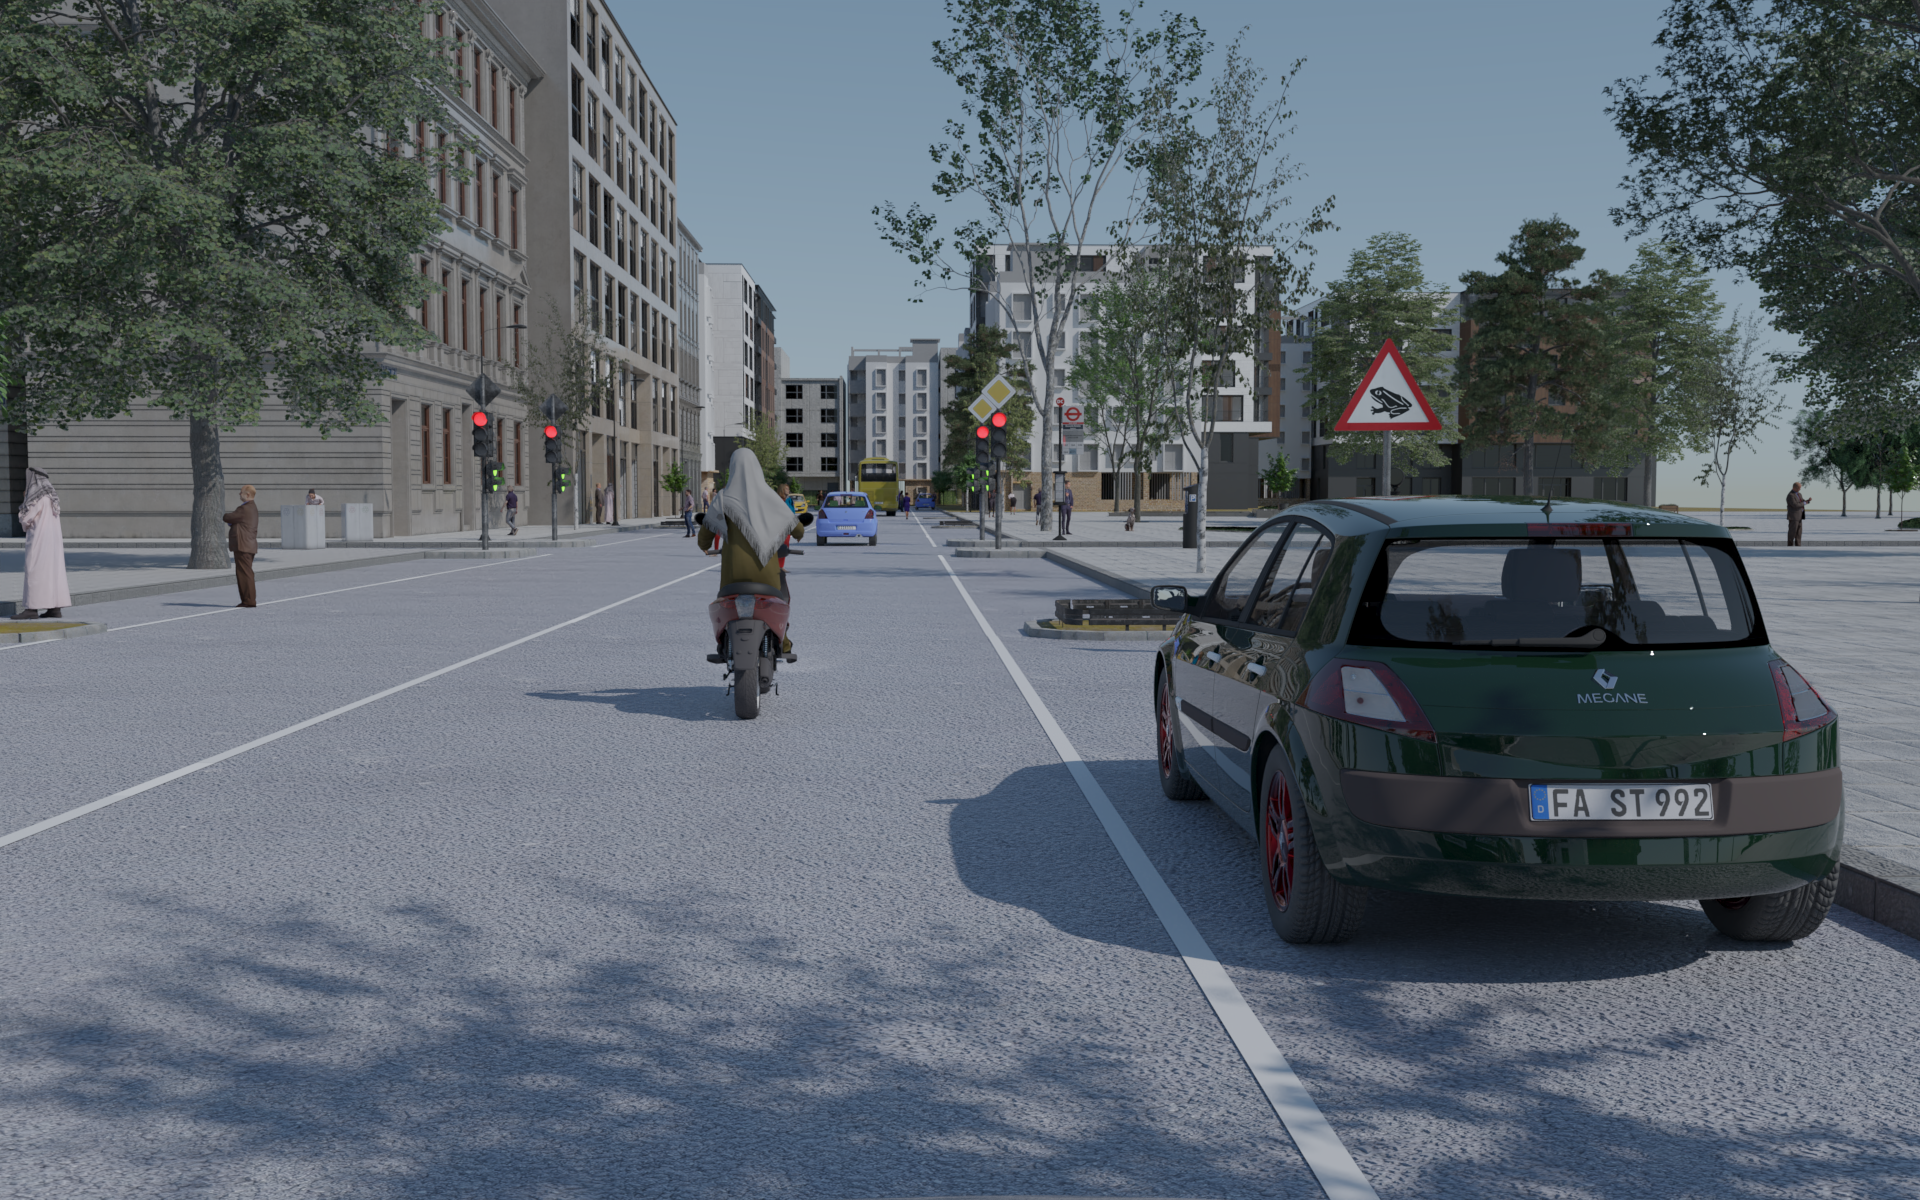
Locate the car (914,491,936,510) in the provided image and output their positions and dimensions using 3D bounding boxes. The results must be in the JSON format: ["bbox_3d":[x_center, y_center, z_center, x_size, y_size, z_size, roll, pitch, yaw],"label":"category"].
[{"bbox_3d":[-3.131,-8.875,154.695,1.945,1.707,3.694,0,4,-3],"label":"car"}]

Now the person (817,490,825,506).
[{"bbox_3d":[-10.819,-7.719,135.524,0.721,1.723,1.217,2,4,33],"label":"person"}]

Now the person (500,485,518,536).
[{"bbox_3d":[-13.894,-2.770,53.544,0.569,1.553,0.471,-2,4,-32],"label":"person"}]

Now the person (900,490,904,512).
[{"bbox_3d":[-4.474,-7.762,136.121,0.721,1.735,1.217,-2,4,-24],"label":"person"}]

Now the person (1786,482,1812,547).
[{"bbox_3d":[21.338,-2.134,44.079,0.600,1.739,0.565,2,4,25],"label":"person"}]

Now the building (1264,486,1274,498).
[{"bbox_3d":[42.996,-16.738,215.816,28.070,9.664,9.099,0,4,-2],"label":"building"}]

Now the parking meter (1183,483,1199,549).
[{"bbox_3d":[5.440,-1.982,40.818,0.372,1.533,0.369,0,3,0],"label":"parking meter"}]

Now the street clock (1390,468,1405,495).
[{"bbox_3d":[12.094,-2.665,48.139,0.471,2.002,0.358,1,4,23],"label":"street clock"}]

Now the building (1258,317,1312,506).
[{"bbox_3d":[31.466,-20.452,190.810,11.380,20.091,16.016,0,4,-2],"label":"building"}]

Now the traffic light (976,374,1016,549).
[{"bbox_3d":[0.870,-3.109,40.077,0.839,4.213,0.868,0,4,-2],"label":"traffic light"}]

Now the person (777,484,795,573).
[{"bbox_3d":[-3.166,-1.297,31.418,0.444,1.614,0.593,3,4,39],"label":"person"}]

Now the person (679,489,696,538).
[{"bbox_3d":[-8.900,-2.826,56.671,0.435,1.587,0.963,-2,4,-30],"label":"person"}]

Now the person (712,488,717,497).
[{"bbox_3d":[-15.311,-6.216,109.130,0.566,1.644,0.517,1,4,21],"label":"person"}]

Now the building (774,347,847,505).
[{"bbox_3d":[-30.215,-21.413,216.555,31.486,18.905,16.747,0,4,-2],"label":"building"}]

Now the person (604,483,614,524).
[{"bbox_3d":[-14.768,-4.052,72.963,0.551,1.740,0.621,1,4,17],"label":"person"}]

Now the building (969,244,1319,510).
[{"bbox_3d":[14.690,-19.226,158.323,27.936,21.610,32.646,0,4,-2],"label":"building"}]

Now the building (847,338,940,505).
[{"bbox_3d":[-8.292,-22.047,216.895,11.380,20.091,16.016,0,4,-2],"label":"building"}]

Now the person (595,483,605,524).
[{"bbox_3d":[-15.430,-4.134,74.192,0.434,1.755,0.990,-1,4,-16],"label":"person"}]

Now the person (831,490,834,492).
[{"bbox_3d":[-11.739,-9.248,159.793,1.348,1.812,0.705,-3,5,-44],"label":"person"}]

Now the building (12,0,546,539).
[{"bbox_3d":[-21.980,-13.628,58.969,11.583,22.565,21.152,0,4,-2],"label":"building"}]

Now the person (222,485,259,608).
[{"bbox_3d":[-9.036,-0.674,21.790,0.388,1.546,0.482,0,4,-6],"label":"person"}]

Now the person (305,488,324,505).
[{"bbox_3d":[-17.467,-2.294,46.742,0.628,1.438,0.799,-3,5,-44],"label":"person"}]

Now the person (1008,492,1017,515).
[{"bbox_3d":[3.234,-5.996,107.267,0.799,1.438,0.628,3,5,41],"label":"person"}]

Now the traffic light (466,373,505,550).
[{"bbox_3d":[-10.883,-3.083,39.660,0.839,4.213,0.868,0,4,-2],"label":"traffic light"}]

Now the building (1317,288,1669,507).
[{"bbox_3d":[53.661,-20.909,185.839,32.646,21.610,27.936,0,4,-2],"label":"building"}]

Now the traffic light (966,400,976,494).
[{"bbox_3d":[0.597,-3.597,48.057,0.839,4.213,0.868,0,4,-2],"label":"traffic light"}]

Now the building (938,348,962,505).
[{"bbox_3d":[13.121,-21.494,217.881,31.486,18.905,16.747,0,4,-2],"label":"building"}]

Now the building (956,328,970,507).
[{"bbox_3d":[7.645,-19.803,180.198,16.016,20.091,11.380,0,4,-2],"label":"building"}]

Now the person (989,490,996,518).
[{"bbox_3d":[1.774,-5.294,94.071,0.415,1.643,0.593,1,4,22],"label":"person"}]

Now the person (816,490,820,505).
[{"bbox_3d":[-14.682,-10.564,180.844,1.348,1.869,0.705,3,5,45],"label":"person"}]

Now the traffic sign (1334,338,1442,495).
[{"bbox_3d":[3.586,-0.891,14.573,0.884,2.594,0.081,0,4,7],"label":"traffic sign"}]

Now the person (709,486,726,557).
[{"bbox_3d":[-5.410,-1.791,39.483,0.593,1.614,0.444,3,4,39],"label":"person"}]

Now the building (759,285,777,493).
[{"bbox_3d":[-36.338,-20.693,182.302,32.646,21.610,27.936,0,4,-2],"label":"building"}]

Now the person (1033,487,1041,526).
[{"bbox_3d":[3.182,-3.805,70.456,0.569,1.553,0.471,3,5,45],"label":"person"}]

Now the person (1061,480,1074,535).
[{"bbox_3d":[3.338,-2.907,54.498,0.541,1.710,0.530,-1,4,-21],"label":"person"}]

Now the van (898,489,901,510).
[{"bbox_3d":[-6.367,-9.415,158.316,2.240,2.365,5.245,0,4,-1],"label":"van"}]

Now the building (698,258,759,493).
[{"bbox_3d":[-33.141,-18.775,150.953,27.936,21.610,32.646,0,4,-2],"label":"building"}]

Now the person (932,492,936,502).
[{"bbox_3d":[-3.059,-12.001,205.633,0.541,1.710,0.530,-1,4,-17],"label":"person"}]

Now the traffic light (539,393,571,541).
[{"bbox_3d":[-11.157,-3.572,47.640,0.839,4.213,0.868,0,4,-2],"label":"traffic light"}]

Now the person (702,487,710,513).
[{"bbox_3d":[-14.971,-5.831,102.312,0.436,1.711,0.756,-2,4,-26],"label":"person"}]

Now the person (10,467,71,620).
[{"bbox_3d":[-10.615,-0.660,19.968,0.621,1.740,0.551,-2,4,-25],"label":"person"}]

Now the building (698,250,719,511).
[{"bbox_3d":[-26.324,-16.651,128.658,16.016,20.091,11.380,0,4,-2],"label":"building"}]

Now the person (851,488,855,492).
[{"bbox_3d":[-6.375,-5.633,101.125,0.750,1.759,0.617,2,4,32],"label":"person"}]

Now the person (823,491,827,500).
[{"bbox_3d":[-13.795,-10.392,178.858,0.683,1.767,0.568,-3,5,-42],"label":"person"}]

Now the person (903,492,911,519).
[{"bbox_3d":[-3.015,-5.320,97.848,0.453,1.535,0.546,-1,4,-20],"label":"person"}]

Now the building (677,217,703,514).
[{"bbox_3d":[-22.623,-16.134,112.937,9.793,20.994,18.267,0,4,-2],"label":"building"}]

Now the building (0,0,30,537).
[{"bbox_3d":[-45.178,-14.436,55.119,34.723,24.649,14.460,0,4,-2],"label":"building"}]

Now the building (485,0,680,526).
[{"bbox_3d":[-25.890,-17.237,86.333,19.350,26.468,34.151,0,4,-2],"label":"building"}]

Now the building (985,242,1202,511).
[{"bbox_3d":[10.101,-17.114,136.229,16.016,20.091,11.380,0,4,-2],"label":"building"}]

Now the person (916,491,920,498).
[{"bbox_3d":[-4.422,-11.123,190.887,0.617,1.759,0.750,2,4,34],"label":"person"}]

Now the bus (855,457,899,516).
[{"bbox_3d":[-5.526,-7.563,115.210,2.896,3.916,12.252,0,4,-4],"label":"bus"}]
